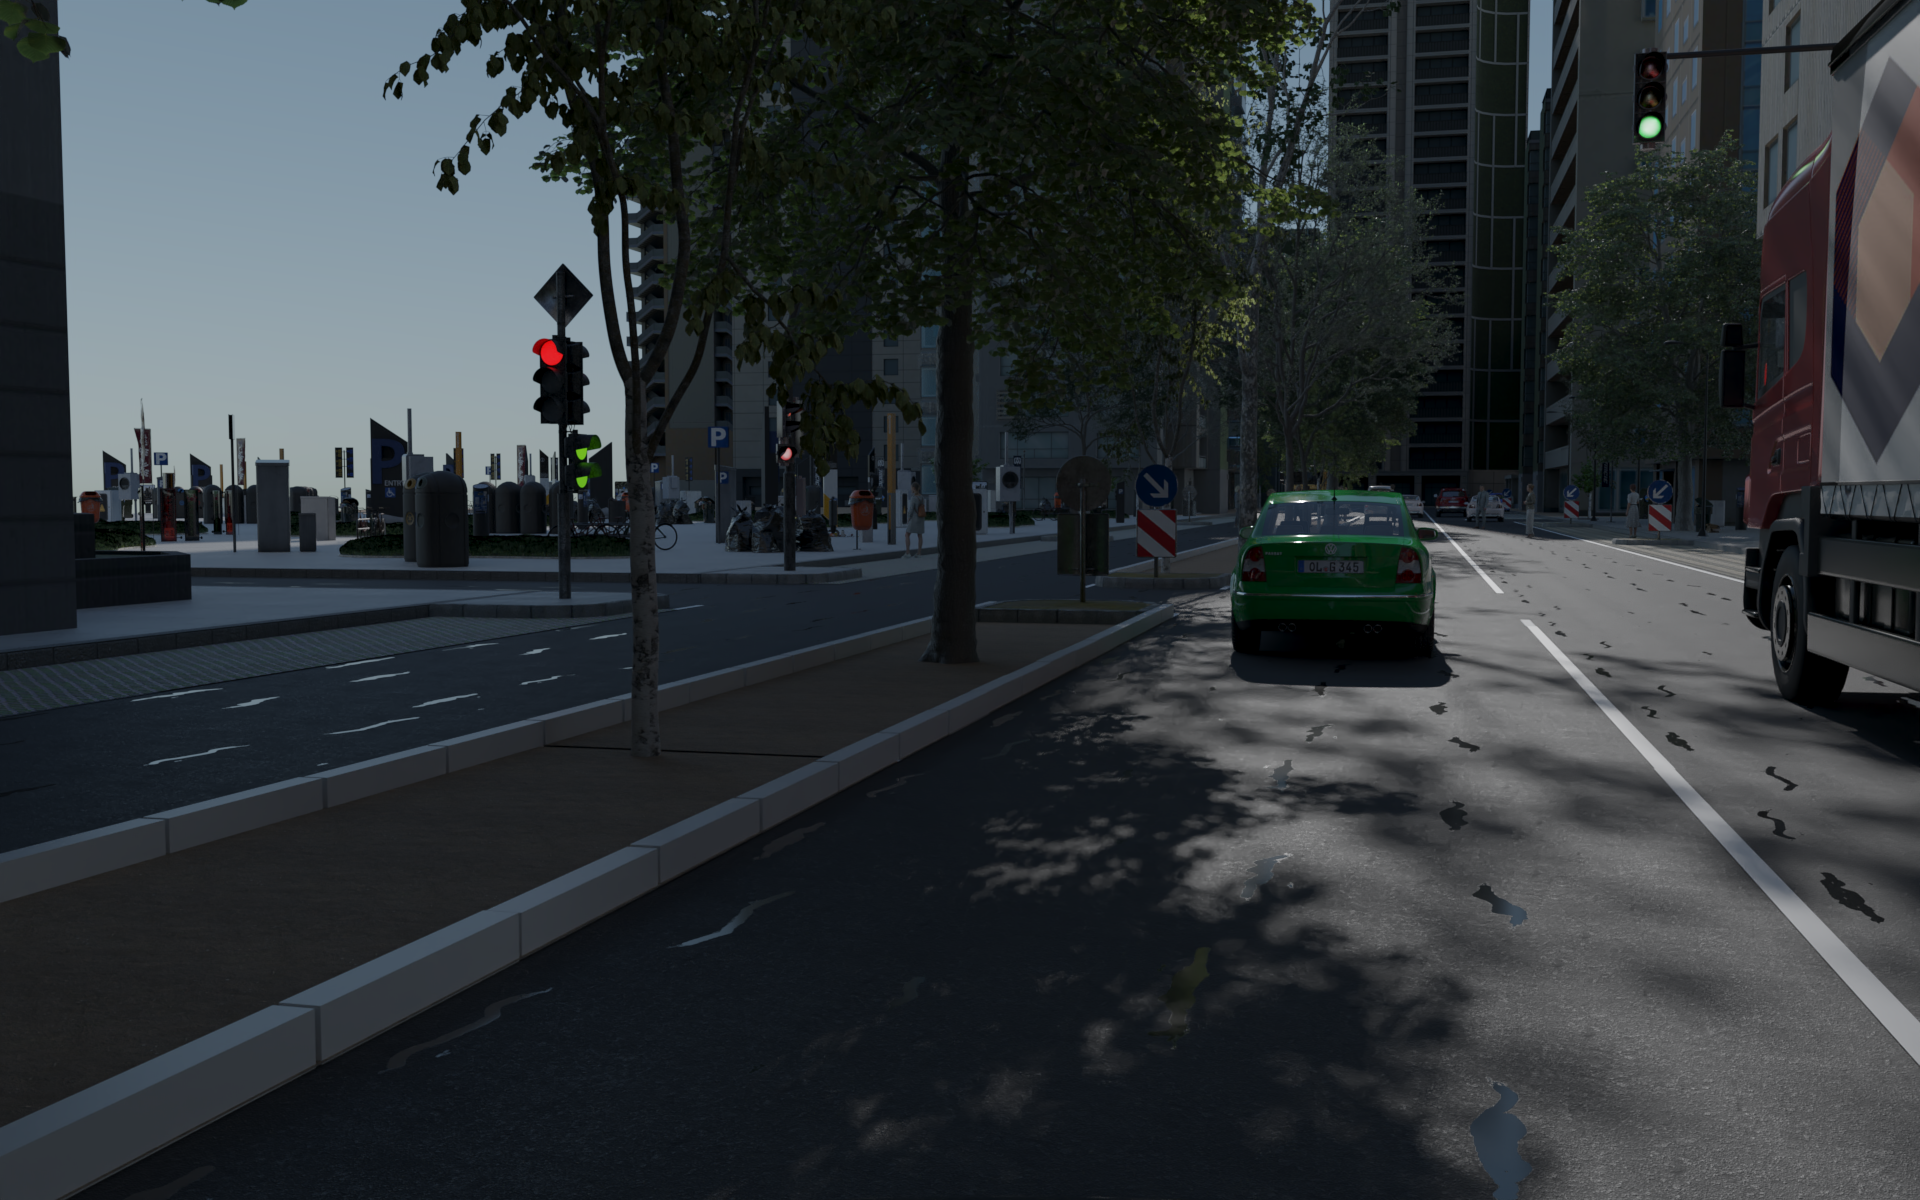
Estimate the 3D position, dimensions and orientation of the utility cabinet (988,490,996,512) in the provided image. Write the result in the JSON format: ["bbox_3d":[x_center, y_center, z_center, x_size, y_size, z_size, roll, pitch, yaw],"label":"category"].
[{"bbox_3d":[1.783,-5.373,96.532,0.318,1.500,1.173,0,4,-7],"label":"utility cabinet"}]

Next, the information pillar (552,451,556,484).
[{"bbox_3d":[-22.321,-6.357,95.288,0.183,3.616,0.504,-2,4,-31],"label":"information pillar"}]

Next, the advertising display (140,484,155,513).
[{"bbox_3d":[-54.139,-6.742,115.438,0.974,1.923,0.123,-3,5,-45],"label":"advertising display"}]

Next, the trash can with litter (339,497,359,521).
[{"bbox_3d":[-20.985,-2.951,59.641,0.624,1.170,1.055,-1,4,-10],"label":"trash can with litter"}]

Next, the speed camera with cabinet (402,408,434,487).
[{"bbox_3d":[-12.176,-2.765,39.539,0.660,3.252,2.038,-2,4,-32],"label":"speed camera with cabinet"}]

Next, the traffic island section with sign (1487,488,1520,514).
[{"bbox_3d":[38.792,-7.018,123.367,1.989,1.847,2.006,1,4,14],"label":"traffic island section with sign"}]

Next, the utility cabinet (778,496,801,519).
[{"bbox_3d":[-5.806,-2.853,57.801,1.020,1.237,0.306,1,4,20],"label":"utility cabinet"}]

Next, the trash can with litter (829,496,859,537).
[{"bbox_3d":[-3.693,-2.531,52.446,1.678,1.210,2.233,0,4,2],"label":"trash can with litter"}]

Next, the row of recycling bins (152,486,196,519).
[{"bbox_3d":[-41.016,-5.185,91.879,1.069,1.692,3.534,3,5,43],"label":"row of recycling bins"}]

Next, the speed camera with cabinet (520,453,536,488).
[{"bbox_3d":[-21.470,-5.526,84.678,0.660,3.252,2.038,-3,5,-41],"label":"speed camera with cabinet"}]

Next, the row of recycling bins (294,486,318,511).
[{"bbox_3d":[-38.666,-5.780,101.622,1.069,1.692,3.534,0,3,0],"label":"row of recycling bins"}]

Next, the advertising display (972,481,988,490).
[{"bbox_3d":[0.903,-4.966,86.404,0.974,1.923,0.123,-1,4,-21],"label":"advertising display"}]

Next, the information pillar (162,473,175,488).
[{"bbox_3d":[-27.163,-3.364,59.489,0.304,2.012,0.304,-3,5,-42],"label":"information pillar"}]

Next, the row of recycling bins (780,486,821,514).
[{"bbox_3d":[-7.808,-4.763,84.987,1.069,1.692,3.534,-2,4,-29],"label":"row of recycling bins"}]

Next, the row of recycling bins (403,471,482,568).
[{"bbox_3d":[-9.595,-1.509,31.783,1.069,1.692,3.534,-1,4,-22],"label":"row of recycling bins"}]

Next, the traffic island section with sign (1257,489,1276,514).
[{"bbox_3d":[22.949,-7.268,127.461,1.989,1.847,2.006,1,4,14],"label":"traffic island section with sign"}]

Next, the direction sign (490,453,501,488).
[{"bbox_3d":[-25.835,-6.387,96.419,0.876,3.537,0.379,3,4,38],"label":"direction sign"}]

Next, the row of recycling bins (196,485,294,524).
[{"bbox_3d":[-30.904,-4.150,74.963,3.534,1.692,1.069,-1,4,-10],"label":"row of recycling bins"}]

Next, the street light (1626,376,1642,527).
[{"bbox_3d":[25.684,-5.774,66.952,1.470,5.913,1.316,1,4,14],"label":"street light"}]

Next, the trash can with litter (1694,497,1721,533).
[{"bbox_3d":[25.018,-2.841,57.842,0.624,1.170,1.055,-1,4,-15],"label":"trash can with litter"}]

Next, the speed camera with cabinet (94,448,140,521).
[{"bbox_3d":[-36.398,-4.918,74.737,2.038,3.252,0.660,1,4,19],"label":"speed camera with cabinet"}]

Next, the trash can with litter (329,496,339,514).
[{"bbox_3d":[-29.958,-4.312,81.562,2.233,1.210,1.678,-3,4,-36],"label":"trash can with litter"}]

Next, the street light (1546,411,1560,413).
[{"bbox_3d":[33.407,-7.591,96.659,1.470,5.913,1.316,1,4,14],"label":"street light"}]

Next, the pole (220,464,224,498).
[{"bbox_3d":[-50.429,-7.613,118.323,0.158,3.312,0.155,0,3,0],"label":"pole"}]

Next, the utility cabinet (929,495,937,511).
[{"bbox_3d":[-1.138,-4.920,91.598,1.020,1.237,0.306,0,4,-1],"label":"utility cabinet"}]

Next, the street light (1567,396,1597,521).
[{"bbox_3d":[29.580,-6.708,82.214,1.470,5.913,1.316,1,4,14],"label":"street light"}]

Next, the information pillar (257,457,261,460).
[{"bbox_3d":[-43.861,-7.176,108.682,0.504,3.616,0.183,2,4,26],"label":"information pillar"}]

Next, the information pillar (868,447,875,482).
[{"bbox_3d":[-4.396,-5.799,86.174,0.183,3.616,0.504,2,4,33],"label":"information pillar"}]

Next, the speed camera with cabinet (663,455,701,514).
[{"bbox_3d":[-14.258,-5.781,88.857,2.038,3.252,0.660,-3,5,-44],"label":"speed camera with cabinet"}]

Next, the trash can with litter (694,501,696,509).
[{"bbox_3d":[-12.748,-4.415,83.571,1.055,1.170,0.624,2,4,23],"label":"trash can with litter"}]

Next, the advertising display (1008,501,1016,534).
[{"bbox_3d":[1.704,-3.135,56.477,0.123,1.923,0.974,0,4,-6],"label":"advertising display"}]

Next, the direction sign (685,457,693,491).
[{"bbox_3d":[-16.572,-6.969,105.943,0.379,3.537,0.876,-3,4,-37],"label":"direction sign"}]

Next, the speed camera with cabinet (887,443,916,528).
[{"bbox_3d":[-2.243,-4.435,66.854,0.660,3.252,2.038,1,4,15],"label":"speed camera with cabinet"}]

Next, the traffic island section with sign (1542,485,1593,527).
[{"bbox_3d":[26.293,-4.059,74.998,1.989,1.847,2.006,1,4,14],"label":"traffic island section with sign"}]

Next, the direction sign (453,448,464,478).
[{"bbox_3d":[-24.643,-5.701,85.200,0.379,3.537,0.876,1,4,16],"label":"direction sign"}]

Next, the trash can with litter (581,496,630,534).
[{"bbox_3d":[-10.792,-2.531,52.441,2.233,1.210,1.678,-1,4,-23],"label":"trash can with litter"}]

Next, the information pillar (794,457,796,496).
[{"bbox_3d":[-7.887,-5.570,82.416,0.183,3.616,0.504,0,4,-2],"label":"information pillar"}]

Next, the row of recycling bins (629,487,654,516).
[{"bbox_3d":[-18.130,-5.563,98.066,1.069,1.692,3.534,2,4,28],"label":"row of recycling bins"}]

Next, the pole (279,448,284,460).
[{"bbox_3d":[-30.245,-5.105,77.310,0.158,3.312,0.155,0,3,0],"label":"pole"}]

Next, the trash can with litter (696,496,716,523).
[{"bbox_3d":[-10.888,-3.949,75.955,0.624,1.170,1.055,2,4,34],"label":"trash can with litter"}]

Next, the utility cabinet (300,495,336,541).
[{"bbox_3d":[-17.793,-2.255,48.037,1.020,1.237,0.306,2,4,26],"label":"utility cabinet"}]

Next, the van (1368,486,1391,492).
[{"bbox_3d":[22.199,-5.161,91.389,2.013,2.044,4.112,1,4,14],"label":"van"}]

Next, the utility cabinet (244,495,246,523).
[{"bbox_3d":[-31.821,-4.035,77.141,0.306,1.237,1.020,3,5,42],"label":"utility cabinet"}]

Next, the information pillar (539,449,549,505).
[{"bbox_3d":[-21.610,-6.033,89.992,0.504,3.616,0.183,-2,4,-26],"label":"information pillar"}]

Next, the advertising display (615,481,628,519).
[{"bbox_3d":[-16.845,-4.980,86.635,0.974,1.923,0.123,2,4,27],"label":"advertising display"}]

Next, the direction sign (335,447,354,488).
[{"bbox_3d":[-29.779,-5.617,83.840,0.876,3.537,0.379,0,4,-3],"label":"direction sign"}]

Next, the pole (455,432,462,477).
[{"bbox_3d":[-16.364,-3.839,56.603,0.158,3.312,0.155,0,3,0],"label":"pole"}]

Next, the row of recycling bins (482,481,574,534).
[{"bbox_3d":[-14.154,-2.995,56.087,3.534,1.692,1.069,1,4,14],"label":"row of recycling bins"}]

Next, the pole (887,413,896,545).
[{"bbox_3d":[-1.731,-3.058,43.837,0.158,3.312,0.155,0,3,0],"label":"pole"}]

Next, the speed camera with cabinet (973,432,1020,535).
[{"bbox_3d":[0.862,-3.710,54.993,2.038,3.252,0.660,-1,4,-13],"label":"speed camera with cabinet"}]

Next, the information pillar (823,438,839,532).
[{"bbox_3d":[-4.370,-4.110,58.560,0.504,3.616,0.183,-1,4,-20],"label":"information pillar"}]

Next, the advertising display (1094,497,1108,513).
[{"bbox_3d":[6.135,-4.389,76.972,0.974,1.923,0.123,2,4,34],"label":"advertising display"}]

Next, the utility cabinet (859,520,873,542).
[{"bbox_3d":[-2.532,-2.153,46.365,0.306,1.237,1.020,-1,4,-9],"label":"utility cabinet"}]

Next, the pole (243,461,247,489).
[{"bbox_3d":[-44.366,-6.951,107.489,0.158,3.312,0.155,0,3,0],"label":"pole"}]

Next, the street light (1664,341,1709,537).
[{"bbox_3d":[21.997,-4.889,52.471,1.470,5.913,1.316,1,4,14],"label":"street light"}]
